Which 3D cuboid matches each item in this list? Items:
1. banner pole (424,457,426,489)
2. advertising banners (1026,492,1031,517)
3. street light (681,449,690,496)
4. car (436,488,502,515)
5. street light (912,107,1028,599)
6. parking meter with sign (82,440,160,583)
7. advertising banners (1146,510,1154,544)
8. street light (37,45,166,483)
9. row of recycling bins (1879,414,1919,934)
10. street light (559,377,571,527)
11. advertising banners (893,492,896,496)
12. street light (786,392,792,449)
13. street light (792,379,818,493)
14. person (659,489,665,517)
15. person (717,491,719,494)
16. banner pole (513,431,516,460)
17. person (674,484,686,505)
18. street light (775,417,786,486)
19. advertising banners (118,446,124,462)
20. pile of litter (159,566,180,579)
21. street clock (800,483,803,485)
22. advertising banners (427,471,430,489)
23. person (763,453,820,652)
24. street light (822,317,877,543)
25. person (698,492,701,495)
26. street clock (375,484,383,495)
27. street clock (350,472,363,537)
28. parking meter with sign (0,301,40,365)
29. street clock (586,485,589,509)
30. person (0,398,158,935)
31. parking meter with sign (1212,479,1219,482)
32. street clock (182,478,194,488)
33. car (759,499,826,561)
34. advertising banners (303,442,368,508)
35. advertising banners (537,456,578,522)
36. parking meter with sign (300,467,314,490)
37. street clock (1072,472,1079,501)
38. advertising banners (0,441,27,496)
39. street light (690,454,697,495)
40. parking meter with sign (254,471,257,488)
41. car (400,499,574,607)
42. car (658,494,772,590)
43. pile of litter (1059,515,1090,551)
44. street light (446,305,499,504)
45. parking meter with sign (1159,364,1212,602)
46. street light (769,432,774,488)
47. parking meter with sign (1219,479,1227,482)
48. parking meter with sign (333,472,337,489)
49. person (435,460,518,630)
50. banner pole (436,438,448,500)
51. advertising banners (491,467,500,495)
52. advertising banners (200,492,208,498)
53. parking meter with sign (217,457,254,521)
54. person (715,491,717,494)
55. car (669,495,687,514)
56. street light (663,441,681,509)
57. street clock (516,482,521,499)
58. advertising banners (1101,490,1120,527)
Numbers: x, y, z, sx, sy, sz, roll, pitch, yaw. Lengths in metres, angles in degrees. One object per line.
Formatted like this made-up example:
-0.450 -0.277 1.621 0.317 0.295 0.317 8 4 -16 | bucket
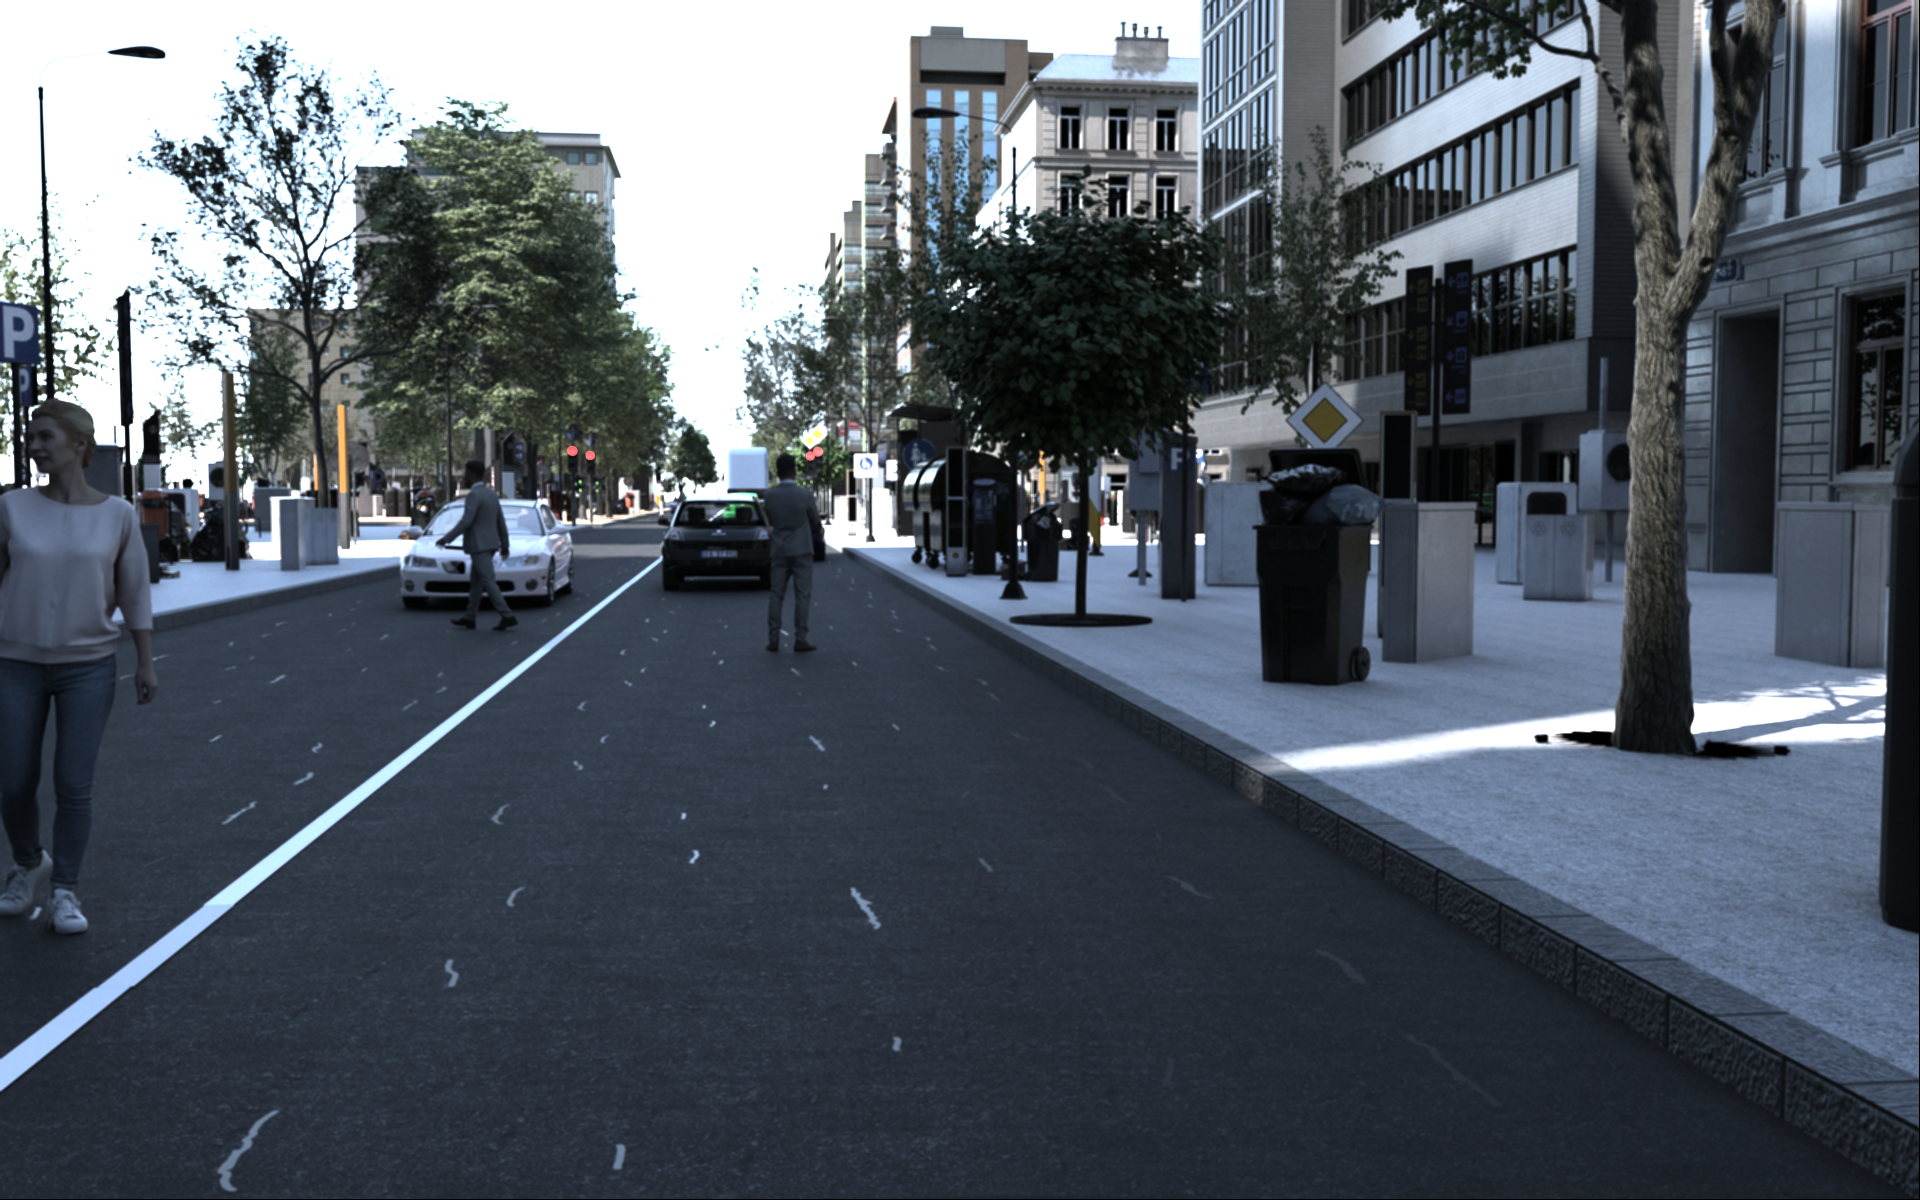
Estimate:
-33.485 -7.246 108.489 0.401 3.779 0.863 -1 4 -20 | banner pole
2.731 -5.559 87.070 2.074 3.025 0.090 0 4 -5 | advertising banners
-28.643 -12.500 176.919 1.470 5.913 1.316 0 4 -7 | street light
-20.881 -3.856 72.831 4.222 1.686 2.009 0 4 -7 | car
0.119 -2.965 21.017 1.470 5.913 1.316 0 4 -7 | street light
-12.216 -1.716 24.321 0.543 3.016 1.738 3 4 38 | parking meter with sign
4.909 -3.015 45.476 0.090 3.025 2.074 0 4 -1 | advertising banners
-8.924 -2.783 18.037 1.470 5.913 1.316 0 4 -7 | street light
3.646 0.200 3.846 1.069 1.692 3.534 -1 4 -21 | row of recycling bins
-14.993 -5.798 67.341 1.470 5.913 1.316 0 4 -7 | street light
-3.766 -6.905 109.080 0.090 3.025 2.074 1 4 20 | advertising banners
-7.036 -6.503 78.858 1.470 5.913 1.316 0 4 -7 | street light
-5.873 -5.946 69.752 1.470 5.913 1.316 0 4 -7 | street light
-18.596 -6.062 108.166 0.362 1.759 0.519 -1 4 -16 | person
-29.272 -12.278 209.275 0.705 1.821 1.348 -3 5 -39 | person
-17.662 -4.799 68.478 0.401 3.779 0.863 0 4 1 | banner pole
-10.737 -3.533 66.453 0.466 1.800 0.511 -1 4 -11 | person
-10.163 -8.038 103.963 1.470 5.913 1.316 0 4 -7 | street light
-31.200 -4.087 63.016 2.074 3.025 0.090 1 4 18 | advertising banners
-12.733 -0.772 26.591 1.719 0.858 1.176 3 5 43 | pile of litter
-8.502 -5.389 92.675 0.358 2.002 0.471 1 4 12 | street clock
-40.802 -8.397 133.484 0.090 3.025 2.074 0 4 -4 | advertising banners
-1.542 -0.443 15.917 0.511 1.800 0.466 0 4 -1 | person
-2.905 -4.469 45.605 1.470 5.913 1.316 0 4 -7 | street light
-31.921 -12.475 212.989 1.217 1.766 0.721 3 5 41 | person
-42.205 -7.416 125.827 0.471 2.002 0.358 1 4 12 | street clock
-18.147 -2.895 51.896 0.471 2.002 0.358 0 4 6 | street clock
-9.450 -1.211 16.057 1.738 3.016 0.543 1 4 11 | parking meter with sign
-31.258 -8.608 145.309 0.358 2.002 0.471 2 4 31 | street clock
-3.091 0.209 5.756 0.731 1.740 0.598 -2 4 -30 | person
9.340 -4.296 66.493 0.543 3.016 1.738 2 4 25 | parking meter with sign
-34.890 -4.509 78.288 0.471 2.002 0.358 -2 4 -32 | street clock
-3.925 -1.589 38.565 1.945 1.354 3.894 0 4 -7 | car
-20.928 -3.787 58.112 2.074 3.025 0.090 -2 4 -25 | advertising banners
-18.511 -5.084 79.316 2.074 3.025 0.090 -3 4 -37 | advertising banners
-42.870 -7.177 113.608 1.738 3.016 0.543 2 4 29 | parking meter with sign
3.886 -3.253 57.750 0.358 2.002 0.471 -1 4 -9 | street clock
-32.768 -3.891 59.801 0.090 3.025 2.074 0 4 -6 | advertising banners
-31.711 -14.000 201.448 1.470 5.913 1.316 0 4 -7 | street light
-41.264 -6.435 101.466 0.543 3.016 1.738 -3 5 -40 | parking meter with sign
-6.331 -0.683 23.530 2.083 1.381 4.827 0 4 -8 | car
-3.771 -1.071 27.301 2.009 1.686 4.222 0 4 -7 | car
2.477 -1.583 39.847 1.176 0.858 1.719 1 4 19 | pile of litter
-12.034 -4.289 42.662 1.470 5.913 1.316 0 4 -7 | street light
2.713 -1.538 21.405 0.543 3.016 1.738 0 4 3 | parking meter with sign
-13.161 -9.515 128.106 1.470 5.913 1.316 0 4 -7 | street light
13.173 -5.611 88.002 1.738 3.016 0.543 -1 4 -11 | parking meter with sign
-40.921 -7.194 113.881 0.543 3.016 1.738 0 4 -4 | parking meter with sign
-5.061 -0.583 18.313 0.850 1.792 0.678 1 4 12 | person
-23.061 -5.339 77.307 0.401 3.779 0.863 2 4 28 | banner pole
-29.847 -7.045 111.370 0.090 3.025 2.074 -2 4 -28 | advertising banners
-56.842 -8.275 131.488 2.074 3.025 0.090 1 4 14 | advertising banners
-34.396 -5.218 81.570 1.738 3.016 0.543 0 4 5 | parking meter with sign
-36.145 -15.231 257.401 0.709 1.838 0.599 -1 4 -18 | person
-20.136 -6.921 125.746 1.945 1.354 3.894 -1 4 -9 | car
-25.548 -11.000 152.389 1.470 5.913 1.316 0 4 -7 | street light
-26.916 -6.147 105.069 0.471 2.002 0.358 -3 5 -40 | street clock
5.548 -4.420 68.452 0.090 3.025 2.074 -3 5 -40 | advertising banners
